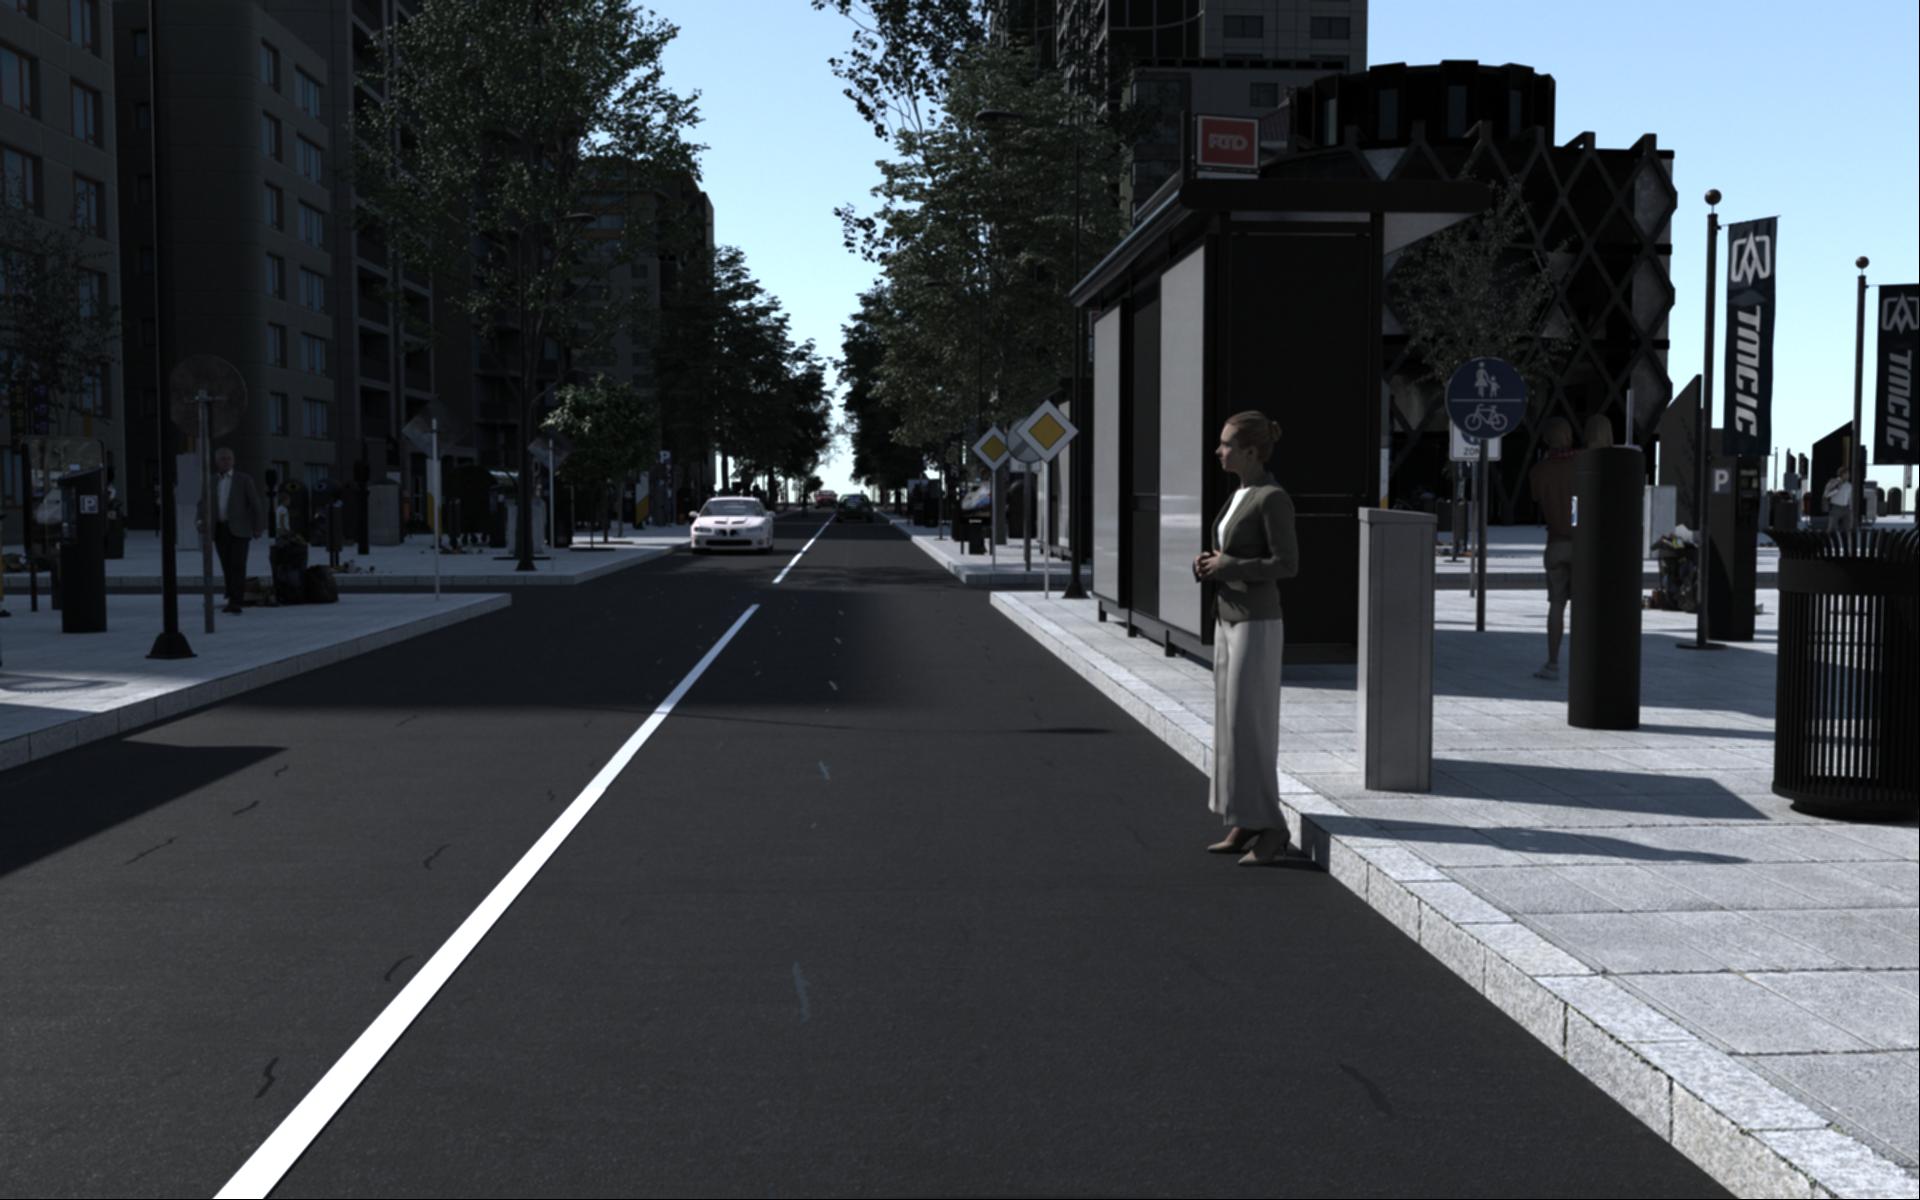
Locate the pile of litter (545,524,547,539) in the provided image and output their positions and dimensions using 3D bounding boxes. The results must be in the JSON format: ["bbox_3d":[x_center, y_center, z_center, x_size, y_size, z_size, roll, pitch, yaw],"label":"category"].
[{"bbox_3d":[-12.171,-2.122,48.657,1.176,0.858,1.719,1,4,20],"label":"pile of litter"}]

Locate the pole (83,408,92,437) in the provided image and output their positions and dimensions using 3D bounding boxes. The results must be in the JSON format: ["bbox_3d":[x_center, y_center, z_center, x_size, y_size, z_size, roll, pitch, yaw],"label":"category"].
[{"bbox_3d":[-20.708,-2.896,41.199,0.158,3.312,0.155,0,3,0],"label":"pole"}]

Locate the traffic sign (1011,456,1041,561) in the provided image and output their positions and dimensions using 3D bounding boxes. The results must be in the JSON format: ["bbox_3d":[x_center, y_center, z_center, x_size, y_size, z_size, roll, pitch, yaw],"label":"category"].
[{"bbox_3d":[1.252,-1.895,33.109,0.606,2.300,0.079,0,4,-1],"label":"traffic sign"}]

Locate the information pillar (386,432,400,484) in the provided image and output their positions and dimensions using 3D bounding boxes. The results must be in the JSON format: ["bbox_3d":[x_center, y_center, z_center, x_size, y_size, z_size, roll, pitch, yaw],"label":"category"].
[{"bbox_3d":[-21.325,-4.514,65.166,0.504,3.616,0.183,-1,4,-16],"label":"information pillar"}]

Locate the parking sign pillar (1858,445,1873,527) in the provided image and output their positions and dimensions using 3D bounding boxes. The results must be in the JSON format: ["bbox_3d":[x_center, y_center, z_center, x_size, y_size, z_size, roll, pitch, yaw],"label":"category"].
[{"bbox_3d":[35.644,-4.928,69.038,1.447,3.967,1.447,1,4,13],"label":"parking sign pillar"}]

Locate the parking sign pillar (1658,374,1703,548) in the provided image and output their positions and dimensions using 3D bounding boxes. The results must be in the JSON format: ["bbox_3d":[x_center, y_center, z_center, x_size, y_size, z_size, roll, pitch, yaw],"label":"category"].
[{"bbox_3d":[16.584,-3.131,39.668,1.447,3.967,1.447,-1,4,-13],"label":"parking sign pillar"}]

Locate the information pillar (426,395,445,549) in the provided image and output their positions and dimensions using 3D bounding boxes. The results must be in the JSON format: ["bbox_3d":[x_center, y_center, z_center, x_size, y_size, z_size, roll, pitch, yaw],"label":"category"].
[{"bbox_3d":[-12.340,-3.015,40.642,0.183,3.616,0.504,1,4,15],"label":"information pillar"}]

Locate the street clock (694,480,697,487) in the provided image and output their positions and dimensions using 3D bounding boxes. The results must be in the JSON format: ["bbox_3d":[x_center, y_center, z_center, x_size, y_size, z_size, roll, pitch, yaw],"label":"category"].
[{"bbox_3d":[-13.115,-4.995,86.244,0.358,2.002,0.471,-1,4,-12],"label":"street clock"}]

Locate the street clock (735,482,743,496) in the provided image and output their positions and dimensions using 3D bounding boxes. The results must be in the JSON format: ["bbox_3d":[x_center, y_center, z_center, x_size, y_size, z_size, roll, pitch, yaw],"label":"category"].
[{"bbox_3d":[-12.843,-5.888,100.833,0.471,2.002,0.358,2,4,35],"label":"street clock"}]

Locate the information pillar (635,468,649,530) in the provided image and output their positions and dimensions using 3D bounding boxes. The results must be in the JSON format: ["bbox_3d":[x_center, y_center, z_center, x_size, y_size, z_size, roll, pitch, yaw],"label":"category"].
[{"bbox_3d":[-11.504,-4.355,62.554,0.504,3.616,0.183,-2,4,-30],"label":"information pillar"}]

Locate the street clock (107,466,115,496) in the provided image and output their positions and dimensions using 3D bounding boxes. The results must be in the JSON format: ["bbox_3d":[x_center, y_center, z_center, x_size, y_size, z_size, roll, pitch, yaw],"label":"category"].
[{"bbox_3d":[-21.004,-2.321,42.515,0.471,2.002,0.358,-2,4,-33],"label":"street clock"}]

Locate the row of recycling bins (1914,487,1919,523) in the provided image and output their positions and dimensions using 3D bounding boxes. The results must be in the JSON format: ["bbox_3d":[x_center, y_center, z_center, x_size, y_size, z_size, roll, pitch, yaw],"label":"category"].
[{"bbox_3d":[43.293,-4.154,75.027,1.069,1.692,3.534,-3,5,-43],"label":"row of recycling bins"}]

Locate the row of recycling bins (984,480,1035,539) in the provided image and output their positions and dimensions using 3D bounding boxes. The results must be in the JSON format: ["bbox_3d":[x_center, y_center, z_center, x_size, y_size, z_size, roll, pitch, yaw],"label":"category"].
[{"bbox_3d":[2.275,-2.641,50.291,3.534,1.692,1.069,0,4,4],"label":"row of recycling bins"}]

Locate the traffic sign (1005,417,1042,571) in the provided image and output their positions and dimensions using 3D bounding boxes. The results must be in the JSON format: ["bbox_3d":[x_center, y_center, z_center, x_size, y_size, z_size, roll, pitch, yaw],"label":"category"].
[{"bbox_3d":[1.135,-1.748,28.687,0.768,2.556,0.104,0,4,3],"label":"traffic sign"}]

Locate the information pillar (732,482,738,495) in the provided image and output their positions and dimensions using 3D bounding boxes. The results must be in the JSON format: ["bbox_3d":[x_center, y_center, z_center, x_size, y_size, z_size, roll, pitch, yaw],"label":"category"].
[{"bbox_3d":[-13.285,-5.982,102.298,0.304,2.012,0.304,-3,4,-36],"label":"information pillar"}]

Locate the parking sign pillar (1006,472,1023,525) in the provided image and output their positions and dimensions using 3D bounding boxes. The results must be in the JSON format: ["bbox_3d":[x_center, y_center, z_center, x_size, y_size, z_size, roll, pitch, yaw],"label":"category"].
[{"bbox_3d":[2.379,-5.149,72.658,1.447,3.967,1.447,0,4,-4],"label":"parking sign pillar"}]

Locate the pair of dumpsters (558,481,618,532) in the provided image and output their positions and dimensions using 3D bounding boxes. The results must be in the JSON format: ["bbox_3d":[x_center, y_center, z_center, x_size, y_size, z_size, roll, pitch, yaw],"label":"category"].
[{"bbox_3d":[-13.007,-3.548,60.508,1.574,2.255,4.437,0,4,-4],"label":"pair of dumpsters"}]

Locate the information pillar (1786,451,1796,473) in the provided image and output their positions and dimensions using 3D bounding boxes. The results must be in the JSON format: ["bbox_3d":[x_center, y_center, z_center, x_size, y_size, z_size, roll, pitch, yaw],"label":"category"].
[{"bbox_3d":[44.982,-6.269,93.848,0.504,3.616,0.183,1,4,13],"label":"information pillar"}]

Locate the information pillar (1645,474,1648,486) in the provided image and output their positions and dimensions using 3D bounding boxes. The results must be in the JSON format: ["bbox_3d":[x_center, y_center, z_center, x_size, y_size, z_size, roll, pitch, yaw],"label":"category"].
[{"bbox_3d":[25.524,-3.686,64.766,0.304,2.012,0.304,2,4,27],"label":"information pillar"}]

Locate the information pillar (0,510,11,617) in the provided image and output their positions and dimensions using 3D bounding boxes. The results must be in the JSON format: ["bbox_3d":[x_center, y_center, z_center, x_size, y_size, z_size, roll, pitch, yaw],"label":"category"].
[{"bbox_3d":[-10.196,-1.633,18.047,0.504,3.616,0.183,2,4,28],"label":"information pillar"}]

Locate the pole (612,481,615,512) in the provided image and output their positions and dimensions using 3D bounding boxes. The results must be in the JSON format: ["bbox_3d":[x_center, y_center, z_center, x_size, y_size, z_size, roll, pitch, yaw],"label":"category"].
[{"bbox_3d":[-18.704,-6.080,93.250,0.158,3.312,0.155,0,3,0],"label":"pole"}]

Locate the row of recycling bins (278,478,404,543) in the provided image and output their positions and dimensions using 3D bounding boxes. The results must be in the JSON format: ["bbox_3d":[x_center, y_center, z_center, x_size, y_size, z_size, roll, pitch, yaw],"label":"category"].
[{"bbox_3d":[-16.258,-2.348,45.501,3.534,1.692,1.069,1,4,11],"label":"row of recycling bins"}]

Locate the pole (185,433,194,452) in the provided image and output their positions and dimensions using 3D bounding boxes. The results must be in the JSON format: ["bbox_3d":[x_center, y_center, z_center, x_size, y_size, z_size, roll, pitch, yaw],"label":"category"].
[{"bbox_3d":[-21.428,-3.326,48.220,0.158,3.312,0.155,0,3,0],"label":"pole"}]

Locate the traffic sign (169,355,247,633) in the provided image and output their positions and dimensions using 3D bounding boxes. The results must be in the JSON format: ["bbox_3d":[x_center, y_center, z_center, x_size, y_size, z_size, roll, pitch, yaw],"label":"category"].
[{"bbox_3d":[-6.929,-0.967,15.918,0.768,2.556,0.104,0,4,1],"label":"traffic sign"}]

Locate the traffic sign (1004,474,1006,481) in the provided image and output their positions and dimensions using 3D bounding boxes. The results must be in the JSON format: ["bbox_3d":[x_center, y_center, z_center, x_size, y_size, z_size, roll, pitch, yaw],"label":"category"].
[{"bbox_3d":[1.665,-4.386,71.816,0.768,2.556,0.104,0,4,0],"label":"traffic sign"}]

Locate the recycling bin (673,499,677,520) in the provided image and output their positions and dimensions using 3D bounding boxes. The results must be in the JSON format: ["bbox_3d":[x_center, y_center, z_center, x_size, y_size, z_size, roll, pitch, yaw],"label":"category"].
[{"bbox_3d":[-14.135,-4.505,86.206,0.722,1.027,0.722,0,4,5],"label":"recycling bin"}]

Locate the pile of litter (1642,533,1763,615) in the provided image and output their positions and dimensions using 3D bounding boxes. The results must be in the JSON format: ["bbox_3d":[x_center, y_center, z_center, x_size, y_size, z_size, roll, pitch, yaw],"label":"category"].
[{"bbox_3d":[8.104,-0.316,19.139,1.176,0.858,1.719,0,4,-6],"label":"pile of litter"}]

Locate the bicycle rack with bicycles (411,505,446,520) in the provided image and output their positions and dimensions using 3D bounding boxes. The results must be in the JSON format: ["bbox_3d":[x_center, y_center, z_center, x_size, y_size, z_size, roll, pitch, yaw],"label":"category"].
[{"bbox_3d":[-17.474,-2.862,60.178,2.925,0.926,2.852,2,4,26],"label":"bicycle rack with bicycles"}]

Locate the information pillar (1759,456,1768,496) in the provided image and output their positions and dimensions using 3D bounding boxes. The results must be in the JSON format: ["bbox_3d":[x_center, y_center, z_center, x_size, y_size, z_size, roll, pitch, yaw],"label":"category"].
[{"bbox_3d":[39.639,-5.760,85.530,0.504,3.616,0.183,-1,4,-21],"label":"information pillar"}]

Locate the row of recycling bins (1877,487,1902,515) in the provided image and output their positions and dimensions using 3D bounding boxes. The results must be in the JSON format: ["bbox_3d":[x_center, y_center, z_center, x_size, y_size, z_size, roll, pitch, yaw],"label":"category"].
[{"bbox_3d":[55.477,-6.020,105.542,3.534,1.692,1.069,3,5,44],"label":"row of recycling bins"}]

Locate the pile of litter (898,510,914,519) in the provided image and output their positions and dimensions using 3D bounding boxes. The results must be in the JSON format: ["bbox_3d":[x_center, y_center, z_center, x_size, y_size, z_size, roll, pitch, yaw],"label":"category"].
[{"bbox_3d":[-2.443,-4.860,93.429,1.719,0.858,1.176,1,4,19],"label":"pile of litter"}]

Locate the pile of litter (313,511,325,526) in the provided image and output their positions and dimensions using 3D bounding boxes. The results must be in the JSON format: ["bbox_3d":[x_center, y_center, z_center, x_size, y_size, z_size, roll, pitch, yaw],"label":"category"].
[{"bbox_3d":[-15.474,-1.759,42.720,1.176,0.858,1.719,0,4,0],"label":"pile of litter"}]

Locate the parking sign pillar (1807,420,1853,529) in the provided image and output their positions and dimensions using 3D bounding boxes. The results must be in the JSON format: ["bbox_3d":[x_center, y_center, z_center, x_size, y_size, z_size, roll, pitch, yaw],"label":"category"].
[{"bbox_3d":[31.776,-4.570,63.186,1.447,3.967,1.447,1,4,21],"label":"parking sign pillar"}]

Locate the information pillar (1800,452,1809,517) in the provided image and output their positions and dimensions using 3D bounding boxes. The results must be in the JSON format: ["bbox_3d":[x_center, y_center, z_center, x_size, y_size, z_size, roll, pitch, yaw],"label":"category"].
[{"bbox_3d":[47.328,-6.474,97.205,0.183,3.616,0.504,-3,4,-38],"label":"information pillar"}]

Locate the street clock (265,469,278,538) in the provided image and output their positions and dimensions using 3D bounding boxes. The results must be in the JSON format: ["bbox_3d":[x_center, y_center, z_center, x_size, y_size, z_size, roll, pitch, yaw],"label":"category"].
[{"bbox_3d":[-20.132,-2.819,50.653,0.358,2.002,0.471,-2,4,-35],"label":"street clock"}]

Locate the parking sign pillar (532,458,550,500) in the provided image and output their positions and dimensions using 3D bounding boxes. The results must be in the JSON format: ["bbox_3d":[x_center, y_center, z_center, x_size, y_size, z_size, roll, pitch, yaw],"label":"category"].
[{"bbox_3d":[-22.174,-6.316,91.743,1.447,3.967,1.447,-3,4,-36],"label":"parking sign pillar"}]

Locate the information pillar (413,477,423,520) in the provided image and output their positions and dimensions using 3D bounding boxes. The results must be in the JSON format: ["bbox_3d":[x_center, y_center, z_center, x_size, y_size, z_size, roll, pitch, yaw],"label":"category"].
[{"bbox_3d":[-23.266,-4.273,74.348,0.304,2.012,0.304,0,4,-1],"label":"information pillar"}]

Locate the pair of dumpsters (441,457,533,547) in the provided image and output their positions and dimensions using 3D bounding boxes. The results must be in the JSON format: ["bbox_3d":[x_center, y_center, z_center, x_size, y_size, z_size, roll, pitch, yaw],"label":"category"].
[{"bbox_3d":[-12.022,-2.541,44.034,1.574,2.255,4.437,0,4,-3],"label":"pair of dumpsters"}]

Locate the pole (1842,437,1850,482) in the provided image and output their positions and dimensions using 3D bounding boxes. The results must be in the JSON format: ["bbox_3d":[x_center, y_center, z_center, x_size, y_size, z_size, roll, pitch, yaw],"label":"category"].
[{"bbox_3d":[31.453,-4.141,61.554,0.158,3.312,0.155,0,3,0],"label":"pole"}]

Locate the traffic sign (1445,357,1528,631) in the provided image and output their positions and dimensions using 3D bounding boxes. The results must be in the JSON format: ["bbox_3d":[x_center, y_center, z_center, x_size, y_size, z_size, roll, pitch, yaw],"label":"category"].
[{"bbox_3d":[4.882,-0.982,16.166,0.768,2.556,0.104,0,4,-1],"label":"traffic sign"}]

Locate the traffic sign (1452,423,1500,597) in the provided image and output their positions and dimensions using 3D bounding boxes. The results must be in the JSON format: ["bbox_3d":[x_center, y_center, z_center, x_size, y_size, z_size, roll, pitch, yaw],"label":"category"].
[{"bbox_3d":[6.367,-1.182,21.453,0.606,2.300,0.079,0,4,5],"label":"traffic sign"}]

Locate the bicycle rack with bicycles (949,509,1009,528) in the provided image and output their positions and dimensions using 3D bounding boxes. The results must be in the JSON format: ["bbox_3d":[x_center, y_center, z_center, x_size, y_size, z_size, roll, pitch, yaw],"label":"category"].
[{"bbox_3d":[0.821,-3.151,64.898,2.852,0.926,2.925,-2,4,-25],"label":"bicycle rack with bicycles"}]

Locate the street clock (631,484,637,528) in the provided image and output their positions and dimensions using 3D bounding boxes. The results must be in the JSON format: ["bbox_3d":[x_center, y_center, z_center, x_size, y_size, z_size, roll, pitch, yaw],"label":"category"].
[{"bbox_3d":[-12.301,-3.733,65.597,0.358,2.002,0.471,0,4,1],"label":"street clock"}]

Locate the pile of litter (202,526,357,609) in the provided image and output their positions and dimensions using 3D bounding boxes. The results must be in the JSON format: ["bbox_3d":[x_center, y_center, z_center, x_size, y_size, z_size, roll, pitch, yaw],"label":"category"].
[{"bbox_3d":[-8.005,-0.379,20.162,1.719,0.858,1.176,-3,5,-44],"label":"pile of litter"}]

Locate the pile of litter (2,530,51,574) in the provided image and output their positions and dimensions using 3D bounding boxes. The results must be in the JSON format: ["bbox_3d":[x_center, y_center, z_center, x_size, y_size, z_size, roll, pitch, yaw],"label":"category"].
[{"bbox_3d":[-15.526,-0.898,28.653,1.176,0.858,1.719,1,4,13],"label":"pile of litter"}]

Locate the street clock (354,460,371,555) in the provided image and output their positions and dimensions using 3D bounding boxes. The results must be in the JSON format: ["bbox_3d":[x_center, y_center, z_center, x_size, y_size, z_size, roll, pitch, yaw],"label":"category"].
[{"bbox_3d":[-12.655,-1.964,36.688,0.358,2.002,0.471,0,4,-5],"label":"street clock"}]

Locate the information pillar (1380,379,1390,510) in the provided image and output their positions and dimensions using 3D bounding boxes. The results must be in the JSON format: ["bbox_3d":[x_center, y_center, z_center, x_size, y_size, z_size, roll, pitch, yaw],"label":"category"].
[{"bbox_3d":[7.605,-2.460,31.568,0.504,3.616,0.183,-2,4,-33],"label":"information pillar"}]

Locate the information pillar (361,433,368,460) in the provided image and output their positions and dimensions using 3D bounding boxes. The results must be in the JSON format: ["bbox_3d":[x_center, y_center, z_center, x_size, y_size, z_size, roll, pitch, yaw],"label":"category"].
[{"bbox_3d":[-22.934,-4.613,66.780,0.183,3.616,0.504,-3,4,-37],"label":"information pillar"}]
